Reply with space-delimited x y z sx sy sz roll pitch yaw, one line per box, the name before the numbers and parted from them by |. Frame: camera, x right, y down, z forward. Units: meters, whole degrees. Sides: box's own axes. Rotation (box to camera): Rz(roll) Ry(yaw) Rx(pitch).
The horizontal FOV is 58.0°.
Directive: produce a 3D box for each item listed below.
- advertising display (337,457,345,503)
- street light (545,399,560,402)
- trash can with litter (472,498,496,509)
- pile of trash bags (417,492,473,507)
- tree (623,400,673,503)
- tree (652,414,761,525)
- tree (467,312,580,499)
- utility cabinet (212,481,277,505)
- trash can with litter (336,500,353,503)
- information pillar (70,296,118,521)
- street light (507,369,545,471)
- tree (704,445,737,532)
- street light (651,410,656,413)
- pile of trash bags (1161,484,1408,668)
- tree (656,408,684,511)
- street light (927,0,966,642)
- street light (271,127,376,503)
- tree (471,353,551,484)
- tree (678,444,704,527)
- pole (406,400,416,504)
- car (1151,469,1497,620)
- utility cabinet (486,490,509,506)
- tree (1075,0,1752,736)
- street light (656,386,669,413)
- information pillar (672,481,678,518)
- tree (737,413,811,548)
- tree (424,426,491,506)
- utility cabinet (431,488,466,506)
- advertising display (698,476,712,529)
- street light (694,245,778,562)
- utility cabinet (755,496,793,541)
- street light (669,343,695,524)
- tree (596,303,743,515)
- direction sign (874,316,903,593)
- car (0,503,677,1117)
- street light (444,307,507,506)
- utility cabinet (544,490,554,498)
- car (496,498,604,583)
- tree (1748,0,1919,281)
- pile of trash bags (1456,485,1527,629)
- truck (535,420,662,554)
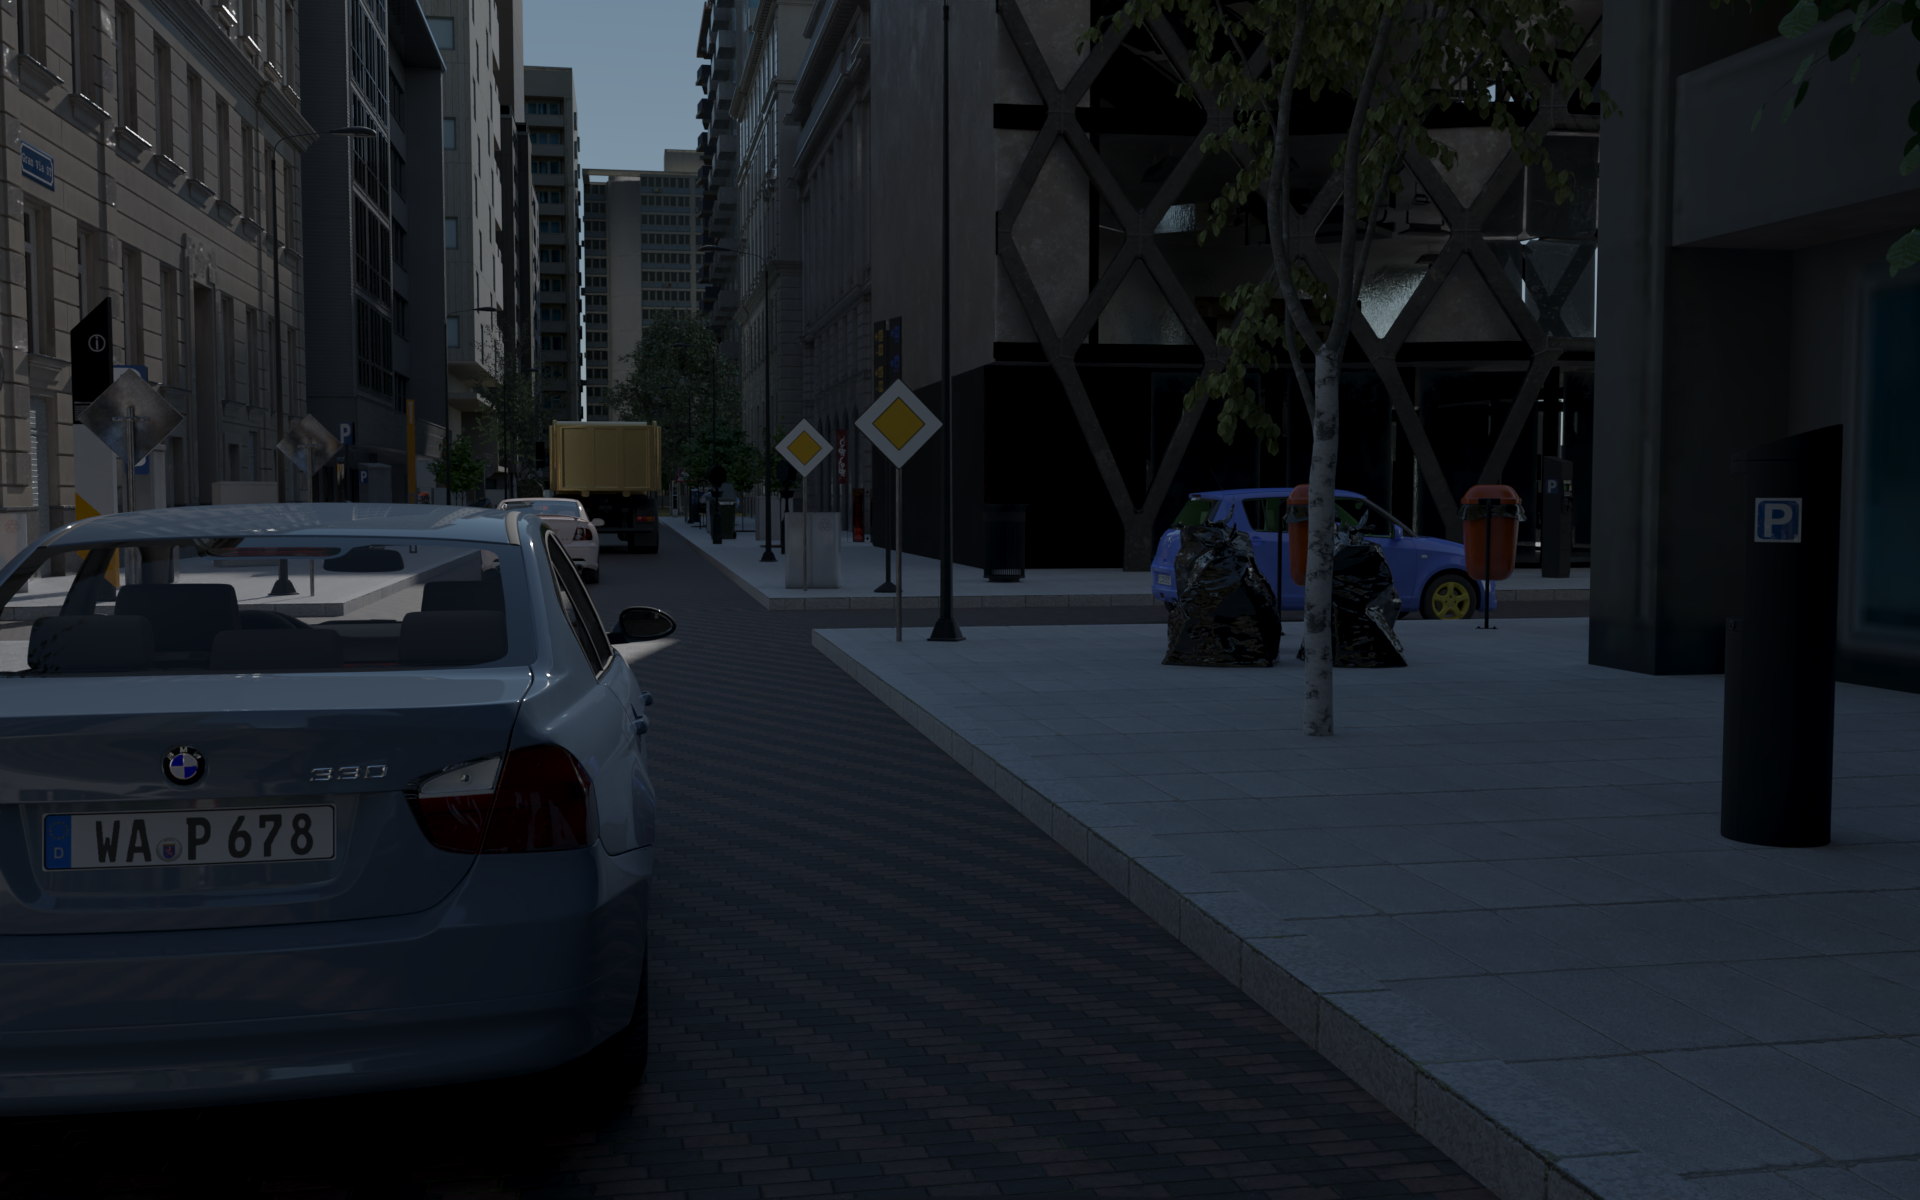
advertising display | -10.961 -1.559 30.708 0.123 1.923 0.974 -1 4 -19
street light | -20.231 -6.874 84.928 1.470 5.913 1.316 -1 4 -11
trash can with litter | -14.696 -2.542 52.948 0.624 1.170 1.055 1 4 15
pile of trash bags | -26.093 -4.755 87.492 1.912 1.369 3.447 1 4 23
tree | -27.610 -13.521 155.483 7.601 10.594 8.767 -1 4 -19
tree | -9.818 -5.351 71.199 4.285 4.588 4.351 0 3 0
tree | -18.011 -7.367 70.807 4.360 8.622 3.978 0 3 0
utility cabinet | -12.615 -1.347 30.704 0.318 1.500 1.173 3 5 39
trash can with litter | -11.427 -1.322 33.010 0.624 1.170 1.055 2 4 34
information pillar | -10.285 -1.790 20.617 0.504 3.616 0.183 0 4 2
street light | -16.287 -5.603 64.143 1.470 5.913 1.316 -1 4 -11
tree | -7.446 -3.923 58.739 1.663 3.219 1.824 0 3 0
street light | -16.441 -7.576 96.407 1.470 5.913 1.316 -1 4 -11
pile of trash bags | 2.752 -0.279 14.312 1.912 1.369 3.447 1 4 16
tree | -21.495 -10.887 128.366 4.360 8.622 3.978 0 3 0
street light | -0.651 -2.592 14.922 1.470 5.913 1.316 -1 4 -11
street light | -8.077 -3.023 21.963 1.470 5.913 1.316 -1 4 -11
tree | -22.859 -8.508 89.462 4.737 8.622 4.395 0 3 0
tree | -10.053 -4.422 66.903 1.663 3.219 1.824 0 3 0
pole | -11.869 -2.669 37.486 0.158 3.312 0.155 0 3 0
car | 3.969 -0.569 18.892 3.694 1.707 1.945 -1 4 -10
utility cabinet | -22.785 -4.673 85.077 1.173 1.500 0.318 -3 4 -36
tree | 2.107 -3.594 9.122 4.737 8.622 4.395 0 3 0
street light | -12.203 -6.250 74.723 1.470 5.913 1.316 -1 4 -11
information pillar | -15.540 -5.502 94.451 0.304 2.012 0.304 -1 4 -10
tree | -4.263 -2.876 41.623 1.663 3.219 1.824 0 3 0
tree | -14.109 -3.353 49.420 1.663 3.219 1.824 0 3 0
utility cabinet | -18.329 -3.268 62.103 1.173 1.500 0.318 -2 4 -35
advertising display | -9.037 -3.525 62.841 0.974 1.923 0.123 1 4 15
street light | -4.168 -3.674 32.616 1.470 5.913 1.316 -1 4 -11
utility cabinet | -5.149 -2.253 47.992 1.020 1.237 0.306 -2 4 -26
street light | -8.154 -4.959 53.621 1.470 5.913 1.316 -1 4 -11
tree | -16.974 -11.433 103.945 9.611 12.733 9.660 0 3 0
direction sign | -0.938 -1.868 22.546 0.379 3.537 0.876 -2 4 -25
car | -1.872 0.407 5.345 2.014 1.417 4.499 -1 4 -11
street light | -12.165 -4.308 42.984 1.470 5.913 1.316 -1 4 -11
utility cabinet | -22.241 -5.201 93.710 0.318 1.500 1.173 -2 4 -32
car | -7.001 -1.016 28.981 2.083 1.381 4.827 -1 4 -13
tree | 3.193 -1.200 3.329 4.285 4.588 4.351 0 3 0
pile of trash bags | 6.413 -0.393 16.176 3.447 1.369 1.912 1 4 21
truck | -9.316 -3.004 45.044 3.469 3.379 9.791 -1 4 -13
